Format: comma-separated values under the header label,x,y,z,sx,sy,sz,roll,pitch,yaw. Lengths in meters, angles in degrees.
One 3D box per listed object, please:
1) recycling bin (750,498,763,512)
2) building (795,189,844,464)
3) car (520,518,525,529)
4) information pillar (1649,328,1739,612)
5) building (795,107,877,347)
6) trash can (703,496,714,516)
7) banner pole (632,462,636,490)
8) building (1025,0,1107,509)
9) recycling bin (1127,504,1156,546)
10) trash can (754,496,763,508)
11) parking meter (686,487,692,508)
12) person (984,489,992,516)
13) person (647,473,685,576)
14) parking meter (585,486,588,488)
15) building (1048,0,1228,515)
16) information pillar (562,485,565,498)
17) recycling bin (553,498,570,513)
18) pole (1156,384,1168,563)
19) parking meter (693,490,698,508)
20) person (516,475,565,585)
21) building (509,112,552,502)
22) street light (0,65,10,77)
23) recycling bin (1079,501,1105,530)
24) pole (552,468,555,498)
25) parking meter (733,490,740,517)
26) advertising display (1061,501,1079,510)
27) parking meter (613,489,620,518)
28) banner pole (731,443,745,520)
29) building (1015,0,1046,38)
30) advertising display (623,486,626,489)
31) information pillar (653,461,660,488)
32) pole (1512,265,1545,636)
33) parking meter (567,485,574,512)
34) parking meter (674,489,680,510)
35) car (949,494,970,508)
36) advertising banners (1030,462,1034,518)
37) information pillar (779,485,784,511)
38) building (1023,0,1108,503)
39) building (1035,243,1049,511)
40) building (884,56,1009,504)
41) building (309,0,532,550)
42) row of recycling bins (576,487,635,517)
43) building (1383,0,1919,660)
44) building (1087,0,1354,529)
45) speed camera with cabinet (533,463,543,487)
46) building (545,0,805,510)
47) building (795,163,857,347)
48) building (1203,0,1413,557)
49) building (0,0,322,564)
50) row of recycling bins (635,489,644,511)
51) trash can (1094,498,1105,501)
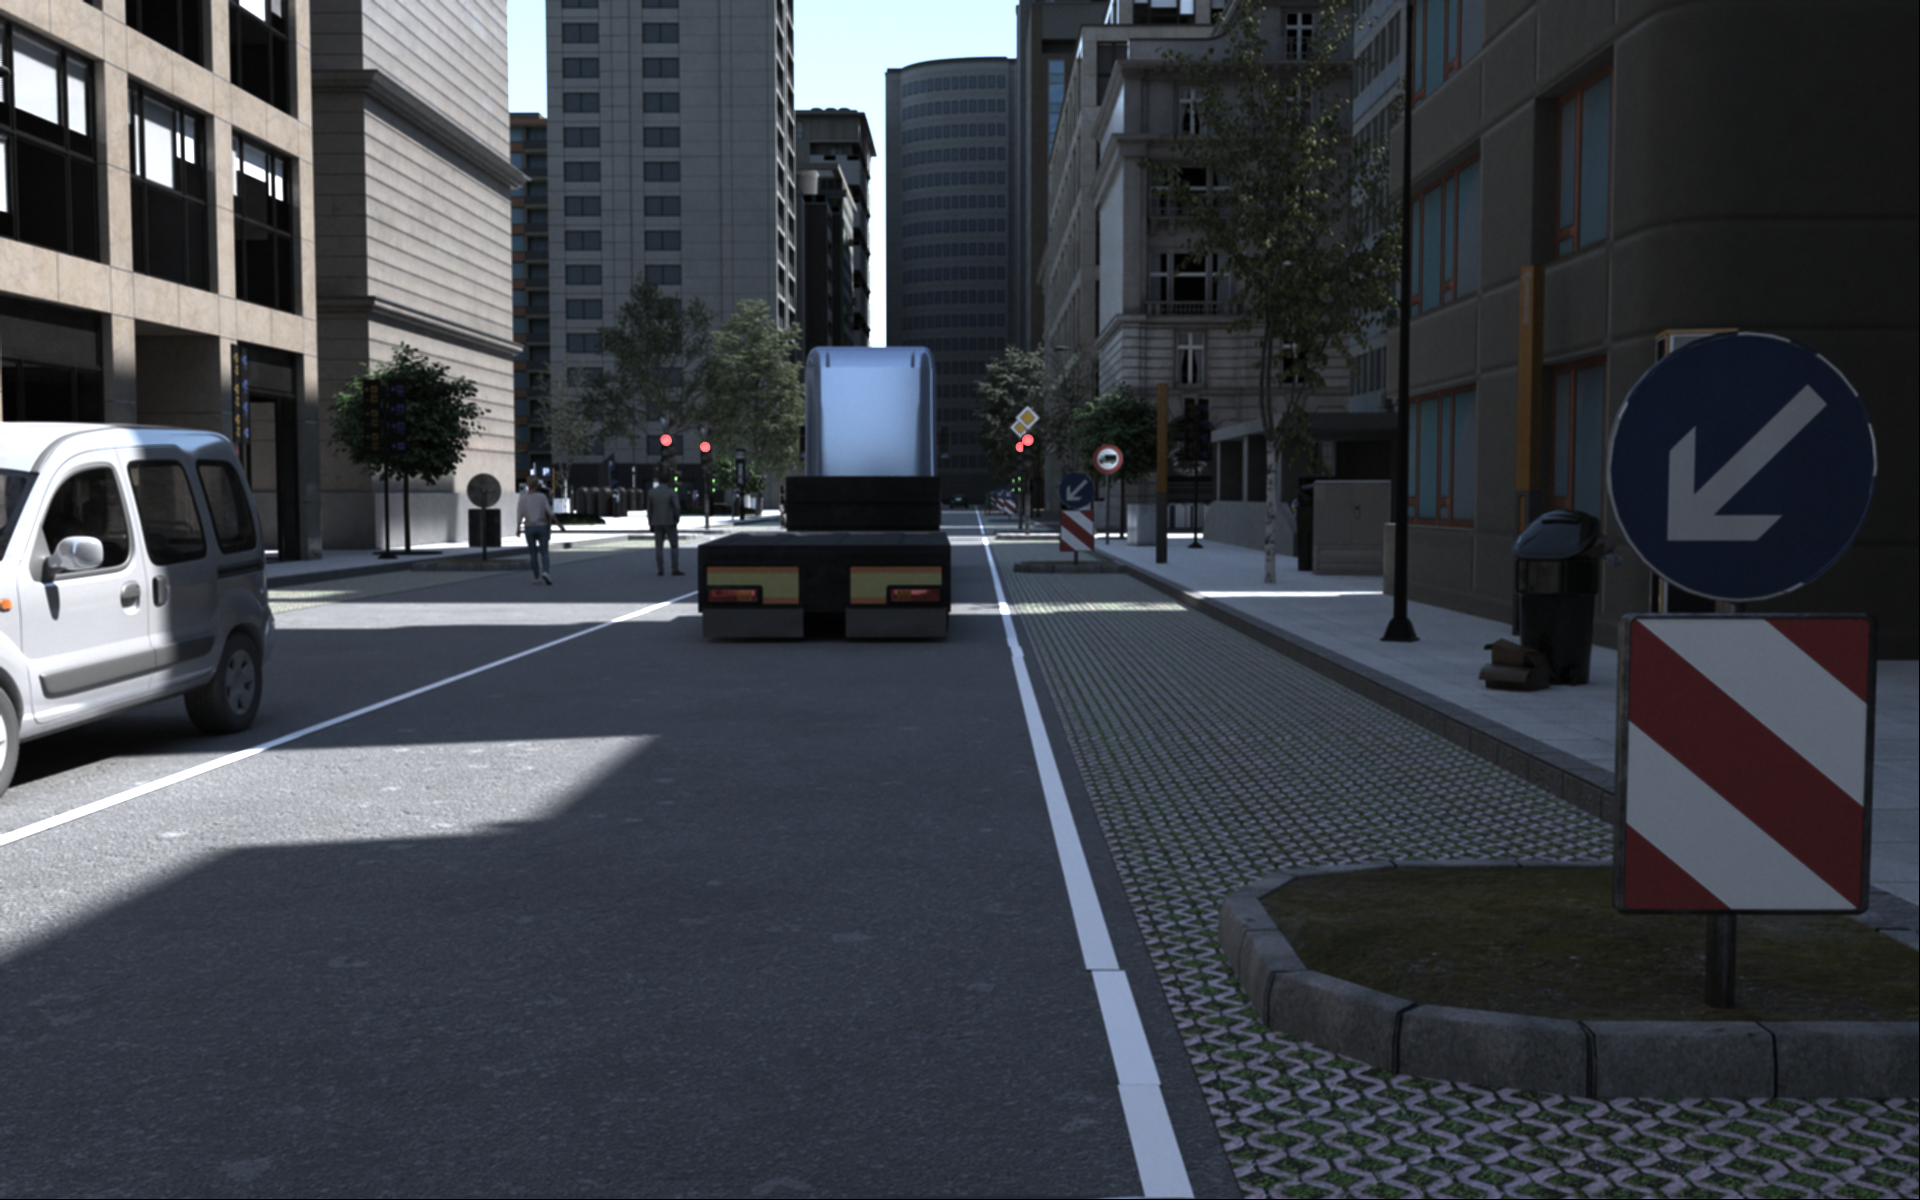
label,x,y,z,sx,sy,sz,roll,pitch,yaw
recycling bin,-14.772,-6.914,125.599,0.722,1.027,0.722,-2,4,-26
building,-18.599,-24.124,166.134,14.160,30.474,14.107,0,4,0
car,-17.255,-2.892,59.654,4.827,1.381,2.083,0,4,1
information pillar,3.323,-0.207,7.877,0.304,2.012,0.304,1,4,13
building,-23.551,-39.575,236.292,27.495,52.752,28.713,0,4,0
trash can,-14.473,-5.387,99.730,0.748,1.137,0.748,0,3,0
banner pole,-25.132,-8.789,133.710,0.401,3.779,0.863,1,4,13
building,13.055,-30.970,156.471,14.600,45.320,14.200,0,4,0
recycling bin,4.608,-1.866,43.055,0.722,1.027,0.722,-1,4,-17
trash can,-15.489,-7.434,133.206,0.748,1.137,0.748,0,3,0
parking meter,-20.931,-7.835,133.805,0.399,1.863,0.255,-1,4,-12
person,1.825,-6.398,113.349,0.529,1.795,0.600,0,4,-7
person,-5.199,-1.340,30.509,0.635,1.810,0.391,0,4,-1
parking meter,-28.746,-7.797,133.186,0.255,1.863,0.399,-1,4,-16
building,15.432,-17.986,98.580,19.350,26.468,34.151,0,4,0
information pillar,-30.372,-7.857,132.956,0.304,2.012,0.304,0,4,4
recycling bin,-23.465,-5.472,102.020,0.722,1.027,0.722,2,4,24
pole,3.746,-2.340,32.095,0.158,3.312,0.155,0,3,0
parking meter,-18.476,-6.885,120.976,0.372,1.533,0.369,0,3,0
person,-6.626,-1.118,27.451,0.731,1.740,0.598,-2,4,-24
building,-50.480,-33.452,201.564,28.867,44.769,22.147,0,4,0
street light,-10.962,-2.833,18.866,1.470,5.913,1.316,0,4,0
recycling bin,4.745,-3.042,62.288,0.722,1.027,0.722,-2,4,-25
pole,-31.615,-8.618,134.744,0.158,3.312,0.155,0,3,0
parking meter,-12.636,-5.465,97.762,0.372,1.533,0.369,0,3,0
advertising display,4.857,-4.309,75.662,0.974,1.923,0.123,2,4,34
parking meter,-18.720,-5.256,94.351,0.372,1.533,0.369,0,3,0
banner pole,-10.856,-5.774,84.420,0.863,3.779,0.401,-1,4,-11
building,16.885,-40.123,198.017,21.231,58.520,28.212,0,4,0
advertising display,-26.759,-8.139,138.283,0.123,1.923,0.974,-1,4,-19
information pillar,-21.305,-7.973,121.705,0.504,3.616,0.183,1,4,15
pole,5.122,-1.331,15.599,0.158,3.312,0.155,0,3,0
parking meter,-23.897,-6.150,106.263,0.255,1.863,0.399,1,4,14
parking meter,-14.967,-5.067,91.259,0.372,1.533,0.369,0,3,0
car,-0.077,-10.027,175.736,2.131,1.459,4.920,0,4,2
advertising banners,3.940,-6.008,94.412,0.090,3.025,2.074,0,4,6
information pillar,-13.834,-7.938,134.273,0.304,2.012,0.304,-1,4,-21
building,16.929,-44.951,173.202,20.563,71.187,20.611,0,4,0
building,11.671,-17.793,127.079,11.583,22.565,21.152,0,4,0
building,4.270,-42.175,231.563,28.212,58.520,21.231,0,4,0
building,-24.512,-15.792,45.587,23.554,28.519,14.401,0,4,0
row of recycling bins,-20.216,-5.535,97.614,3.534,1.692,1.069,2,4,29
building,19.174,-9.915,7.148,27.650,21.520,28.899,0,4,0
building,17.528,-13.889,68.889,24.055,21.916,13.314,0,4,0
speed camera with cabinet,-26.195,-6.962,108.169,0.660,3.252,2.038,-2,4,-29
building,-22.496,-43.359,147.178,20.563,71.187,20.611,0,4,0
building,-24.084,-30.882,196.803,23.993,40.220,32.217,0,4,0
building,22.959,-21.349,40.932,32.217,40.220,23.993,0,4,0
building,-22.272,-12.957,16.362,19.350,26.468,34.151,0,4,0
row of recycling bins,-25.028,-7.489,129.556,1.069,1.692,3.534,2,4,35
trash can,4.964,-3.177,63.597,0.748,1.137,0.748,0,3,0
